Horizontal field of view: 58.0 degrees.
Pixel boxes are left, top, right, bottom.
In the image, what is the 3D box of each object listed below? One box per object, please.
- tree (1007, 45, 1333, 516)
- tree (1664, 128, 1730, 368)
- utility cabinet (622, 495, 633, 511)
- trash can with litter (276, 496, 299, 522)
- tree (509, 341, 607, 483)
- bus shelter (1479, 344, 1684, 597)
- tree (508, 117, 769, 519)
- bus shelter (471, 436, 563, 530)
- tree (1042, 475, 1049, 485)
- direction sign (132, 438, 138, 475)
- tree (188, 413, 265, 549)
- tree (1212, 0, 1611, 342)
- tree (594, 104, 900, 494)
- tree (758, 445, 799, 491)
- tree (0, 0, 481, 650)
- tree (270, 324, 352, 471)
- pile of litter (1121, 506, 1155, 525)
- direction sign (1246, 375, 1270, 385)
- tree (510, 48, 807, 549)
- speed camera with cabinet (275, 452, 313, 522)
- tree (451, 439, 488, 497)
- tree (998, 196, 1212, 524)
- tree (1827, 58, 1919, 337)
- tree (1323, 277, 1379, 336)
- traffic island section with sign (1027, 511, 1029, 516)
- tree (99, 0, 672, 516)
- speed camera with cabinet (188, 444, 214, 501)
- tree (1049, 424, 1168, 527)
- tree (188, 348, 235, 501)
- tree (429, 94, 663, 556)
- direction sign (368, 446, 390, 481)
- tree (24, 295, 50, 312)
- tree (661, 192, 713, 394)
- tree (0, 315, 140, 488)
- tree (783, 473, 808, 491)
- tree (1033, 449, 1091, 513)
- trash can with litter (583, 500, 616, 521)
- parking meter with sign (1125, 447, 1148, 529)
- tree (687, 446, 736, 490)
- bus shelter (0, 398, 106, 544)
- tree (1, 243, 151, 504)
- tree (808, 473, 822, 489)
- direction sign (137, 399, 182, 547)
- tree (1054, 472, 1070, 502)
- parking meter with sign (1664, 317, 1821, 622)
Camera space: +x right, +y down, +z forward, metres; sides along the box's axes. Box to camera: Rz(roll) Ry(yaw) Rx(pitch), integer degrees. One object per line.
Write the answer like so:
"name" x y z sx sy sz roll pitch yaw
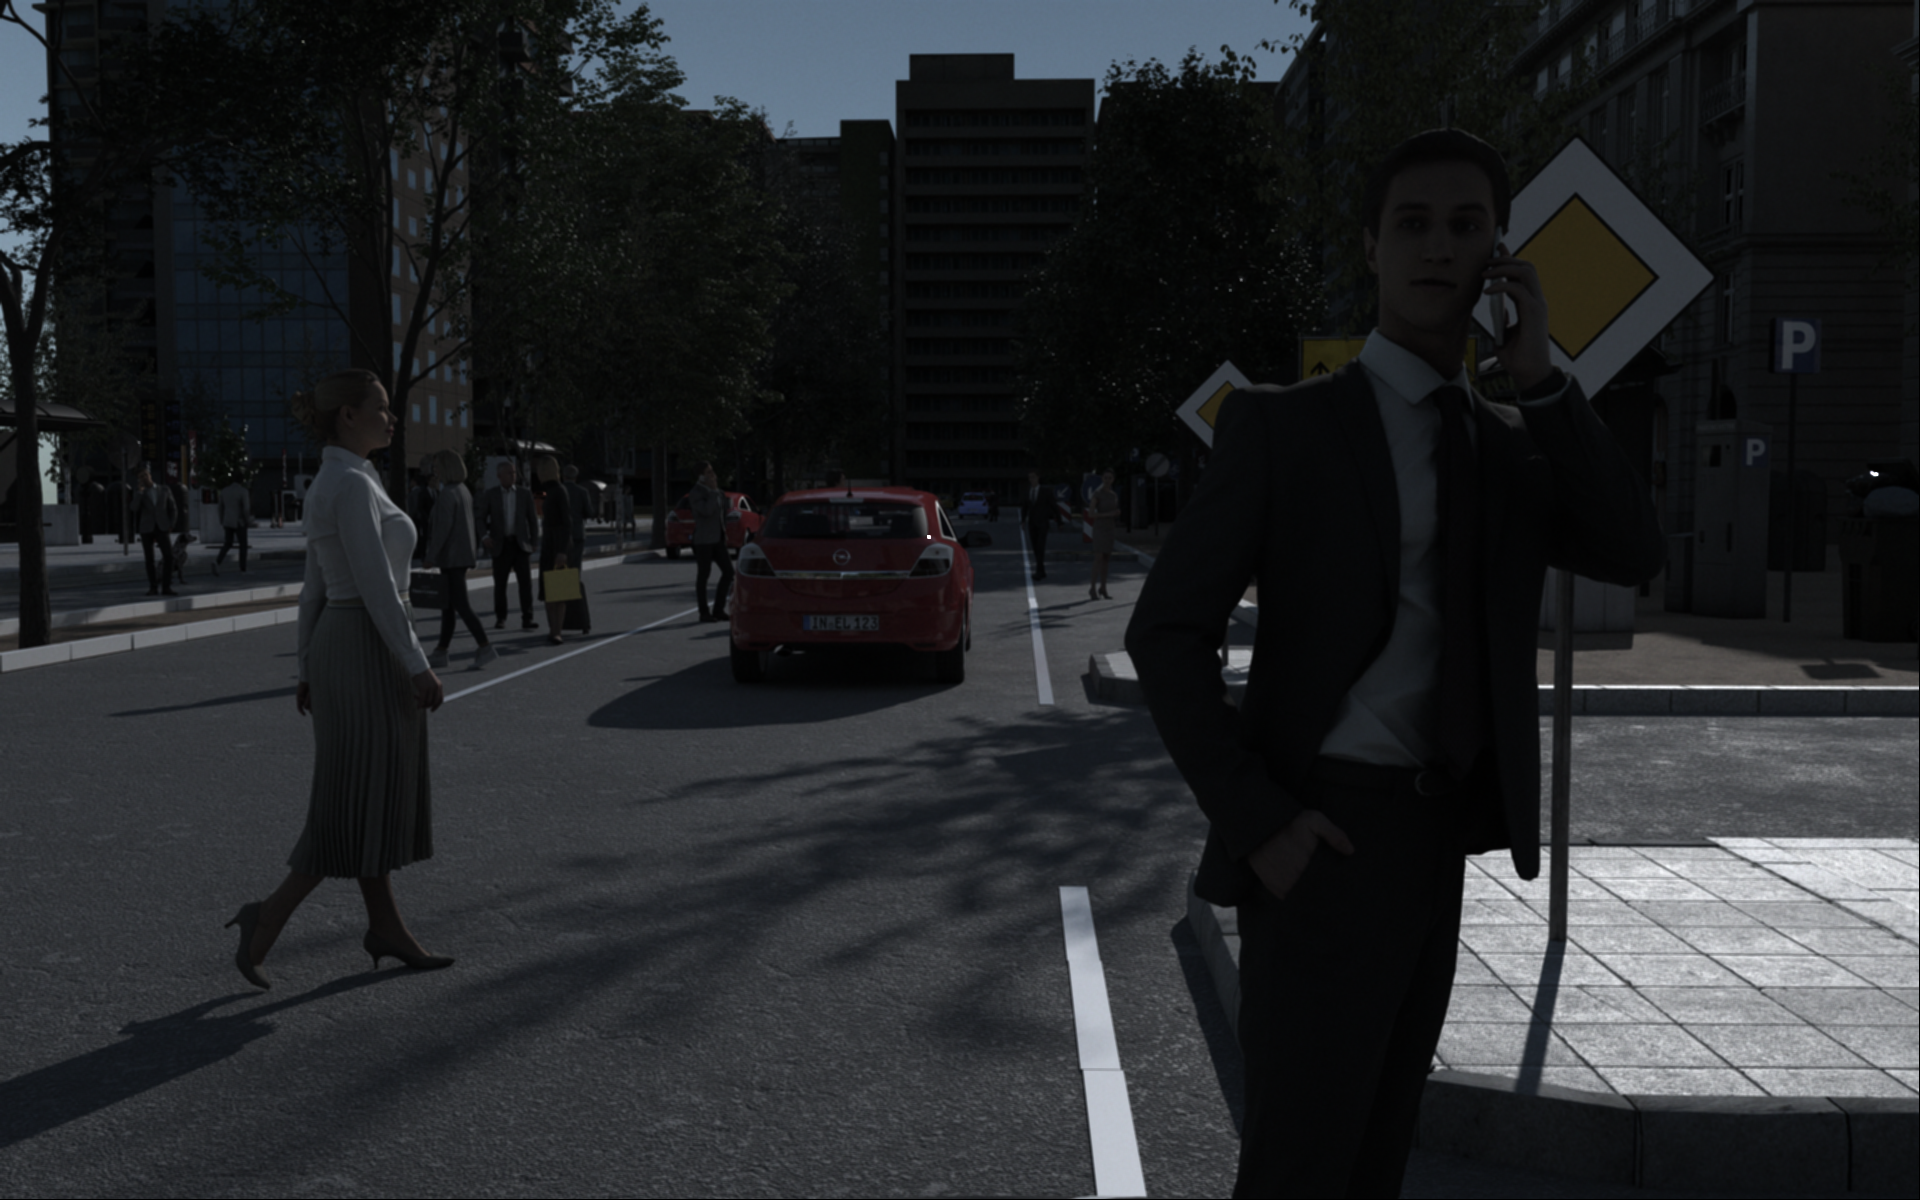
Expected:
"tree" 5.772 -7.812 44.732 9.611 12.733 9.660 0 3 0
"tree" 12.964 -5.128 34.200 4.737 8.622 4.395 0 3 0
"utility cabinet" -16.636 -4.566 85.818 0.306 1.237 1.020 2 4 29
"trash can with litter" -30.645 -4.120 78.745 0.624 1.170 1.055 3 5 44
"tree" -17.830 -7.800 77.892 4.737 8.622 4.395 0 3 0
"bus shelter" 7.921 -1.841 24.016 2.014 3.302 5.546 0 4 2
"tree" -16.364 -14.183 87.773 12.611 20.169 13.585 0 3 0
"bus shelter" -16.244 -4.255 63.486 2.014 3.302 5.546 0 4 2
"tree" 9.389 -10.948 162.718 4.285 4.588 4.351 0 3 0
"direction sign" -33.249 -4.785 70.238 0.876 3.537 0.379 2 4 26
"tree" -17.309 -2.849 41.188 1.663 3.219 1.824 0 3 0
"tree" 4.791 -4.156 18.319 4.737 8.622 4.395 0 3 0
"tree" -6.957 -8.667 54.527 12.009 13.543 11.850 0 3 0
"tree" -13.758 -11.195 133.403 4.737 8.622 4.395 0 3 0
"tree" -8.224 -4.809 15.501 8.767 10.594 7.601 0 4 2
"tree" -27.479 -7.604 74.685 4.360 8.622 3.978 0 3 0
"pile of litter" 7.483 -3.577 72.454 1.176 0.858 1.719 -2 4 -24
"direction sign" 5.757 -2.517 33.150 0.876 3.537 0.379 -2 4 -30
"tree" -7.868 -7.594 44.751 7.486 12.596 7.792 0 3 0
"speed camera with cabinet" -31.211 -5.303 81.047 0.660 3.252 2.038 2 4 24
"tree" -16.853 -3.973 59.554 1.663 3.219 1.824 0 3 0
"tree" 6.577 -10.312 75.250 9.857 13.997 8.962 0 3 0
"tree" 15.002 -4.577 25.190 4.737 8.622 4.395 0 3 0
"tree" 13.119 -6.580 57.952 4.360 8.622 3.978 0 3 0
"traffic island section with sign" 5.341 -6.487 114.685 1.989 1.847 2.006 0 4 2
"tree" -7.974 -5.880 24.356 9.928 11.665 9.643 0 3 0
"speed camera with cabinet" -30.420 -4.526 68.333 2.038 3.252 0.660 2 4 25
"tree" 6.675 -5.182 68.447 4.285 4.588 4.351 0 3 0
"tree" -37.843 -8.272 85.607 4.360 8.622 3.978 0 3 0
"tree" -7.966 -4.828 31.765 4.360 8.622 3.978 0 3 0
"direction sign" -19.344 -4.027 57.833 0.876 3.537 0.379 1 4 15
"tree" -34.792 -6.988 64.614 4.737 8.622 4.395 0 3 0
"tree" -7.650 -5.262 38.849 4.360 8.622 3.978 0 3 0
"tree" -37.524 -7.564 74.033 4.737 8.622 4.395 0 3 0
"tree" -13.550 -8.912 140.316 1.663 3.219 1.824 0 3 0
"tree" 8.266 -12.293 119.120 7.486 12.596 7.792 0 3 0
"trash can with litter" -16.786 -4.358 82.303 2.233 1.210 1.678 0 4 1
"parking meter with sign" 6.553 -4.126 63.713 0.543 3.016 1.738 -1 4 -9
"tree" -14.929 -7.368 104.173 4.285 4.588 4.351 0 3 0
"bus shelter" -20.134 -2.572 35.975 2.014 3.302 5.546 0 4 2
"tree" -25.176 -6.038 49.081 4.360 8.622 3.978 0 3 0
"tree" -13.543 -10.190 161.200 1.663 3.219 1.824 0 3 0
"direction sign" -19.203 -3.039 41.681 0.876 3.537 0.379 -2 4 -34
"tree" 7.746 -10.831 127.453 4.737 8.622 4.395 0 3 0
"parking meter with sign" 8.050 -1.332 18.032 0.543 3.016 1.738 -1 4 -16
